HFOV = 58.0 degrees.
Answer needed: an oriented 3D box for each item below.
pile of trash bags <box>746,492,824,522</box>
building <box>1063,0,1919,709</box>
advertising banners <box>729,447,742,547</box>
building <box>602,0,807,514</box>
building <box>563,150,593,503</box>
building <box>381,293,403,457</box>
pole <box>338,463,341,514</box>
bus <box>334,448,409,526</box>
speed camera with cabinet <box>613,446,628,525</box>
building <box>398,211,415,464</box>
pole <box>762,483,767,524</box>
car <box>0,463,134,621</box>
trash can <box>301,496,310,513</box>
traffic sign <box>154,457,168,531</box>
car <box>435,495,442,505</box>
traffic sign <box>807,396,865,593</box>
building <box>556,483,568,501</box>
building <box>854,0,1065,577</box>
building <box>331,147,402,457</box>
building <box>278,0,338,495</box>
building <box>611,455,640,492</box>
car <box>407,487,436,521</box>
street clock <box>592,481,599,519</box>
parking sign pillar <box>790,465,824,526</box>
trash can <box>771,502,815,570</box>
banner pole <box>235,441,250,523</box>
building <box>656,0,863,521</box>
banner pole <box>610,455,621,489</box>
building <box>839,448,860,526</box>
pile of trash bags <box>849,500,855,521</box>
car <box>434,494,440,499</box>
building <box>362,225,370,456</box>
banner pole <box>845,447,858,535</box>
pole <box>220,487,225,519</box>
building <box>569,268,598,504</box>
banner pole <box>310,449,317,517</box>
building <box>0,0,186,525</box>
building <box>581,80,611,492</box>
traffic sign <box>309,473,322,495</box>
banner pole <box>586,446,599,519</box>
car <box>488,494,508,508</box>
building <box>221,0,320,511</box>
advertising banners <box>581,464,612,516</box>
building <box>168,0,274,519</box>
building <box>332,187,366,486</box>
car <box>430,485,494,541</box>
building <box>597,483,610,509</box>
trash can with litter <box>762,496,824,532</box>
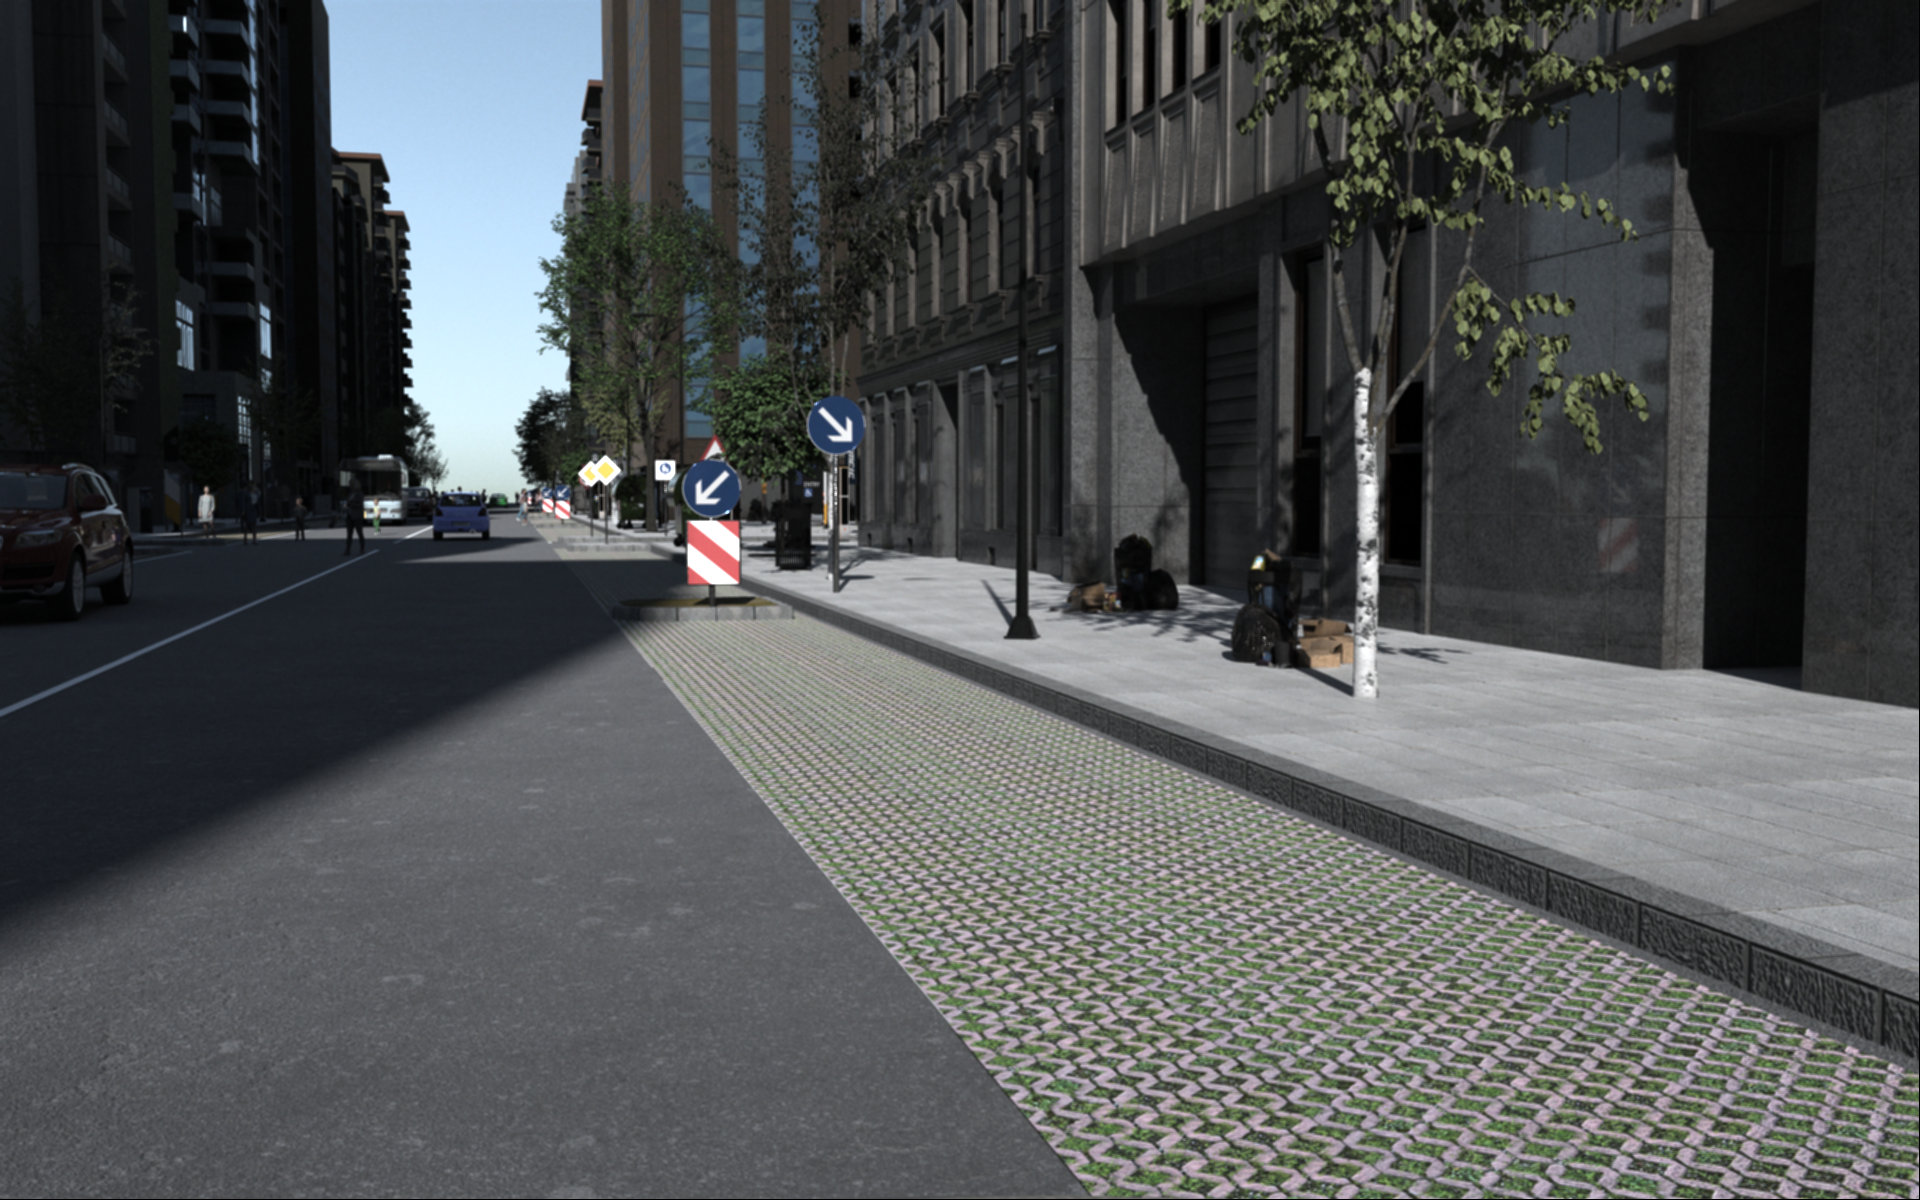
[{"bbox_3d":[-8.240,-4.302,80.083,3.447,1.369,1.912,1,4,22],"label":"pile of trash bags"},{"bbox_3d":[9.800,-12.118,16.152,12.078,24.808,19.932,-1,4,-15],"label":"building"},{"bbox_3d":[-5.133,-2.647,39.472,0.090,3.025,2.074,0,4,-1],"label":"advertising banners"},{"bbox_3d":[-20.927,-29.843,138.049,14.600,45.320,14.200,-1,4,-15],"label":"building"},{"bbox_3d":[-44.024,-38.183,243.902,23.786,49.044,30.456,-1,4,-15],"label":"building"},{"bbox_3d":[-84.466,-28.512,237.871,14.160,30.474,14.107,-1,4,-15],"label":"building"},{"bbox_3d":[-40.461,-7.288,112.998,0.158,3.312,0.155,0,3,0],"label":"pole"},{"bbox_3d":[-27.244,-5.257,80.818,2.948,3.499,13.247,-1,4,-16],"label":"bus"},{"bbox_3d":[-14.011,-4.719,71.493,0.660,3.252,2.038,-1,4,-10],"label":"speed camera with cabinet"},{"bbox_3d":[-93.285,-36.868,257.410,22.147,44.769,28.867,-1,4,-15],"label":"building"},{"bbox_3d":[-8.293,-4.859,73.291,0.158,3.312,0.155,0,3,0],"label":"pole"},{"bbox_3d":[-11.403,-0.747,20.882,2.281,1.827,5.304,-1,4,-16],"label":"car"},{"bbox_3d":[-41.204,-5.938,108.737,0.748,1.137,0.748,0,3,0],"label":"trash can"},{"bbox_3d":[-27.278,-3.632,59.491,0.768,2.556,0.104,0,4,-6],"label":"traffic sign"},{"bbox_3d":[-50.283,-9.520,168.232,1.945,1.354,3.894,-1,4,-16],"label":"car"},{"bbox_3d":[-1.612,-1.370,22.501,0.768,2.556,0.104,-1,4,-14],"label":"traffic sign"},{"bbox_3d":[-47.087,-35.488,272.105,32.217,40.220,23.993,-1,4,-15],"label":"building"},{"bbox_3d":[4.271,-11.338,34.530,9.793,20.994,18.267,-1,4,-15],"label":"building"},{"bbox_3d":[-82.408,-34.270,214.931,22.147,44.769,28.867,-1,4,-15],"label":"building"},{"bbox_3d":[-60.614,-30.299,145.507,14.600,45.320,14.200,-1,4,-15],"label":"building"},{"bbox_3d":[-12.518,-41.358,114.452,20.563,71.187,20.611,-1,4,-15],"label":"building"},{"bbox_3d":[-29.083,-5.120,92.377,2.281,1.827,5.304,-1,4,-14],"label":"car"},{"bbox_3d":[-18.709,-5.150,88.777,0.358,2.002,0.471,2,4,28],"label":"street clock"},{"bbox_3d":[-6.140,-4.929,69.061,1.447,3.967,1.447,-2,4,-29],"label":"parking sign pillar"},{"bbox_3d":[-2.821,-1.079,29.300,0.748,1.137,0.748,0,3,0],"label":"trash can"},{"bbox_3d":[-31.411,-5.238,75.650,0.863,3.779,0.401,0,4,4],"label":"banner pole"},{"bbox_3d":[-9.678,-26.891,89.775,14.600,45.320,14.200,-1,4,-15],"label":"building"},{"bbox_3d":[-20.753,-7.017,104.742,0.863,3.779,0.401,-1,4,-11],"label":"banner pole"},{"bbox_3d":[9.544,-25.368,69.392,28.867,44.769,22.147,-1,4,-15],"label":"building"},{"bbox_3d":[-5.803,-4.468,82.803,1.912,1.369,3.447,-3,5,-40],"label":"pile of trash bags"},{"bbox_3d":[-65.157,-12.513,214.815,2.015,1.641,3.980,-1,4,-14],"label":"car"},{"bbox_3d":[-67.529,-24.619,174.214,14.160,30.474,14.107,-1,4,-15],"label":"building"},{"bbox_3d":[-3.278,-3.935,54.354,0.863,3.779,0.401,2,4,29],"label":"banner pole"},{"bbox_3d":[-37.646,-5.780,88.347,0.158,3.312,0.155,0,3,0],"label":"pole"},{"bbox_3d":[-42.666,-27.498,221.297,14.160,30.474,14.107,-1,4,-15],"label":"building"},{"bbox_3d":[-36.185,-6.528,96.748,0.401,3.779,0.863,-1,4,-12],"label":"banner pole"},{"bbox_3d":[-38.928,-23.398,66.145,14.154,41.232,14.086,-1,4,-15],"label":"building"},{"bbox_3d":[-28.639,-32.410,184.531,22.147,44.769,28.867,-1,4,-15],"label":"building"},{"bbox_3d":[-39.520,-6.493,106.261,0.768,2.556,0.104,-1,4,-11],"label":"traffic sign"},{"bbox_3d":[-19.177,-6.148,90.542,0.863,3.779,0.401,2,4,30],"label":"banner pole"},{"bbox_3d":[-46.201,-10.064,173.334,1.959,1.807,4.718,-1,4,-15],"label":"car"},{"bbox_3d":[-59.055,-42.128,127.053,20.563,71.187,20.611,-1,4,-15],"label":"building"},{"bbox_3d":[-20.871,-6.369,100.317,2.074,3.025,0.090,0,4,-7],"label":"advertising banners"},{"bbox_3d":[-52.682,-48.196,100.684,22.319,86.520,31.000,-1,4,-15],"label":"building"},{"bbox_3d":[-63.674,-23.790,160.665,14.160,30.474,14.107,-1,4,-15],"label":"building"},{"bbox_3d":[-15.739,-2.760,54.714,1.945,1.707,3.694,-1,4,-15],"label":"car"},{"bbox_3d":[-17.058,-28.597,159.436,32.217,40.220,23.993,-1,4,-15],"label":"building"},{"bbox_3d":[-5.809,-2.929,58.945,2.233,1.210,1.678,3,5,42],"label":"trash can with litter"}]
